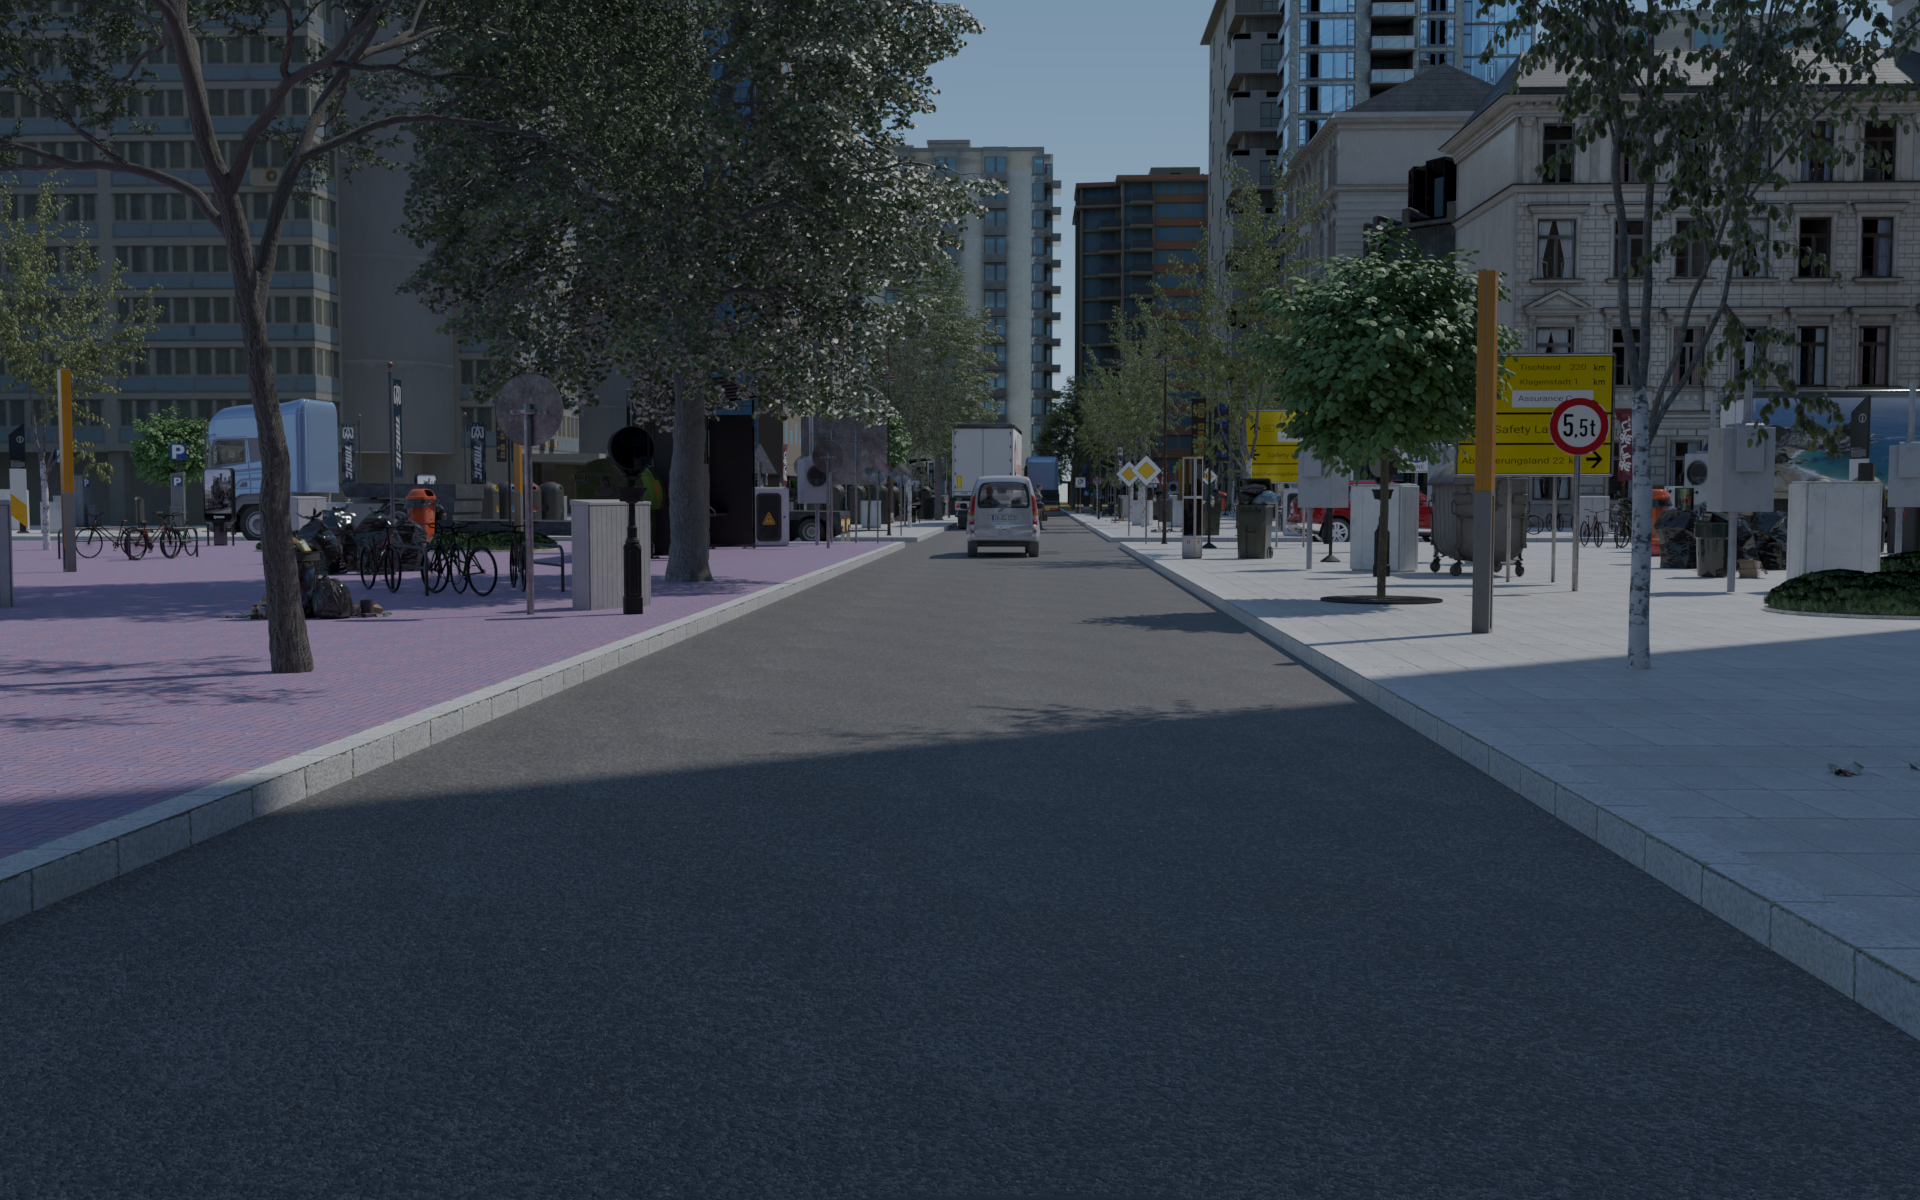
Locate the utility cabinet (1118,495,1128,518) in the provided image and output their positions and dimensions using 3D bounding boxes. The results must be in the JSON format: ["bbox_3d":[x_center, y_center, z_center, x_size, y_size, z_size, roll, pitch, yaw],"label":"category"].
[{"bbox_3d":[8.826,-4.951,92.112,0.306,1.237,1.020,-2,4,-28],"label":"utility cabinet"}]

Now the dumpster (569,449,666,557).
[{"bbox_3d":[-6.637,-1.902,33.591,1.502,2.255,1.985,0,4,2],"label":"dumpster"}]

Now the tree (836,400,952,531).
[{"bbox_3d":[-3.203,-4.675,60.153,4.285,4.588,4.351,0,3,0],"label":"tree"}]

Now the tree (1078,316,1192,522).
[{"bbox_3d":[7.593,-7.474,72.562,4.360,8.622,3.978,0,3,0],"label":"tree"}]

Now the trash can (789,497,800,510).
[{"bbox_3d":[-8.543,-4.634,87.425,0.748,1.137,0.748,0,3,0],"label":"trash can"}]

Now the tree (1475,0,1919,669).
[{"bbox_3d":[5.111,-3.787,12.287,4.360,8.622,3.978,0,3,0],"label":"tree"}]

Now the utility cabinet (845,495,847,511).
[{"bbox_3d":[-8.022,-6.821,122.678,0.306,1.237,1.020,3,5,39],"label":"utility cabinet"}]

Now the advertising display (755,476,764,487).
[{"bbox_3d":[-7.385,-3.580,63.741,0.123,1.923,0.974,1,4,9],"label":"advertising display"}]

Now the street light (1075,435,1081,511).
[{"bbox_3d":[8.672,-9.432,126.997,0.468,5.910,1.993,0,4,2],"label":"street light"}]

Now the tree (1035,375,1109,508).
[{"bbox_3d":[11.104,-15.080,164.680,7.486,12.596,7.792,0,3,0],"label":"tree"}]

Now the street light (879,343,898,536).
[{"bbox_3d":[-2.191,-4.925,53.311,0.468,5.910,1.993,0,4,2],"label":"street light"}]

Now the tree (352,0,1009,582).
[{"bbox_3d":[-3.958,-7.253,25.239,9.857,13.997,8.962,0,3,0],"label":"tree"}]

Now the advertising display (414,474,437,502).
[{"bbox_3d":[-17.270,-3.107,56.018,0.123,1.923,0.974,1,4,22],"label":"advertising display"}]

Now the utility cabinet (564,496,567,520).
[{"bbox_3d":[-15.361,-3.351,65.956,1.020,1.237,0.306,3,5,43],"label":"utility cabinet"}]

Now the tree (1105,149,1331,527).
[{"bbox_3d":[6.099,-5.325,37.427,4.737,8.622,4.395,0,3,0],"label":"tree"}]

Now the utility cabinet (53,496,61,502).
[{"bbox_3d":[-32.386,-3.141,62.521,1.020,1.237,0.306,3,5,43],"label":"utility cabinet"}]

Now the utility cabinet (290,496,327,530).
[{"bbox_3d":[-17.138,-2.106,45.593,0.306,1.237,1.020,2,4,24],"label":"utility cabinet"}]

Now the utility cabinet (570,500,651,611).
[{"bbox_3d":[-3.920,-0.512,19.527,0.306,1.237,1.020,2,4,31],"label":"utility cabinet"}]

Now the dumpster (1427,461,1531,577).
[{"bbox_3d":[8.263,-1.336,27.597,1.264,1.857,1.865,0,4,2],"label":"dumpster"}]

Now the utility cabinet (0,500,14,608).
[{"bbox_3d":[-11.256,-0.510,19.503,1.020,1.237,0.306,-2,4,-26],"label":"utility cabinet"}]

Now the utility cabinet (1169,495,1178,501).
[{"bbox_3d":[11.059,-4.958,92.228,1.020,1.237,0.306,0,4,1],"label":"utility cabinet"}]

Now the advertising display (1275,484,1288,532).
[{"bbox_3d":[10.961,-3.297,59.115,0.123,1.923,0.974,-1,4,-8],"label":"advertising display"}]

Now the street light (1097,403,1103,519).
[{"bbox_3d":[7.041,-7.032,87.759,0.468,5.910,1.993,0,4,2],"label":"street light"}]

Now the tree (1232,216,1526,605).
[{"bbox_3d":[4.968,-2.257,20.621,4.285,4.588,4.351,0,3,0],"label":"tree"}]

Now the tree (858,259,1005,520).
[{"bbox_3d":[-1.456,-10.166,84.339,7.486,12.596,7.792,0,3,0],"label":"tree"}]

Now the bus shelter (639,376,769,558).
[{"bbox_3d":[-5.442,-2.838,37.676,1.731,3.624,6.357,0,4,2],"label":"bus shelter"}]

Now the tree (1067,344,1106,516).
[{"bbox_3d":[6.810,-7.088,66.248,4.737,8.622,4.395,0,3,0],"label":"tree"}]

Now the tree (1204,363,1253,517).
[{"bbox_3d":[15.280,-8.966,96.950,4.360,8.622,3.978,0,3,0],"label":"tree"}]

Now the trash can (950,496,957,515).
[{"bbox_3d":[-0.492,-5.681,104.542,0.748,1.137,0.748,0,3,0],"label":"trash can"}]

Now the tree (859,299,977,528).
[{"bbox_3d":[-1.687,-7.068,65.927,4.360,8.622,3.978,0,3,0],"label":"tree"}]

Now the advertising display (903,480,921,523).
[{"bbox_3d":[-2.126,-4.380,76.830,0.974,1.923,0.123,-3,5,-41],"label":"advertising display"}]

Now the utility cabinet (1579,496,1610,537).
[{"bbox_3d":[19.000,-2.507,52.154,0.306,1.237,1.020,-3,5,-40],"label":"utility cabinet"}]

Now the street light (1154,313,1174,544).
[{"bbox_3d":[5.242,-4.372,44.263,0.468,5.910,1.993,0,4,2],"label":"street light"}]

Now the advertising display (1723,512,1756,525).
[{"bbox_3d":[17.234,-2.046,38.660,0.974,1.923,0.123,2,4,35],"label":"advertising display"}]

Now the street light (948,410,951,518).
[{"bbox_3d":[-0.585,-7.342,92.823,0.468,5.910,1.993,0,4,2],"label":"street light"}]

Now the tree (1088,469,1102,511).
[{"bbox_3d":[10.116,-8.402,131.971,1.663,3.219,1.824,0,3,0],"label":"tree"}]

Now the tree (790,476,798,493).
[{"bbox_3d":[-10.869,-7.554,118.115,1.663,3.219,1.824,0,3,0],"label":"tree"}]

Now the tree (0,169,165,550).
[{"bbox_3d":[-20.623,-5.435,39.222,4.737,8.622,4.395,0,3,0],"label":"tree"}]

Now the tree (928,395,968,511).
[{"bbox_3d":[-0.266,-10.828,127.403,4.737,8.622,4.395,0,3,0],"label":"tree"}]

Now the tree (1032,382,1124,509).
[{"bbox_3d":[9.654,-12.834,144.249,8.767,10.594,7.601,-2,4,-34],"label":"tree"}]

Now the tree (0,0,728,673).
[{"bbox_3d":[-5.096,-4.771,12.416,7.601,10.594,8.767,3,4,36],"label":"tree"}]

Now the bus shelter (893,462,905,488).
[{"bbox_3d":[-4.263,-6.424,96.314,1.731,3.624,6.357,0,4,3],"label":"bus shelter"}]

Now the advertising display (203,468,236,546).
[{"bbox_3d":[-18.392,-2.313,43.030,0.974,1.923,0.123,2,4,24],"label":"advertising display"}]

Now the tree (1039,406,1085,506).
[{"bbox_3d":[11.994,-15.844,184.807,9.928,11.665,9.643,0,3,0],"label":"tree"}]

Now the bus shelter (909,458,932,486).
[{"bbox_3d":[-2.911,-7.554,114.784,1.731,3.624,6.357,0,4,3],"label":"bus shelter"}]

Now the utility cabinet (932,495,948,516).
[{"bbox_3d":[-1.157,-5.610,102.881,1.020,1.237,0.306,1,4,17],"label":"utility cabinet"}]

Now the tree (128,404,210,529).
[{"bbox_3d":[-28.551,-4.842,62.884,4.285,4.588,4.351,0,3,0],"label":"tree"}]
